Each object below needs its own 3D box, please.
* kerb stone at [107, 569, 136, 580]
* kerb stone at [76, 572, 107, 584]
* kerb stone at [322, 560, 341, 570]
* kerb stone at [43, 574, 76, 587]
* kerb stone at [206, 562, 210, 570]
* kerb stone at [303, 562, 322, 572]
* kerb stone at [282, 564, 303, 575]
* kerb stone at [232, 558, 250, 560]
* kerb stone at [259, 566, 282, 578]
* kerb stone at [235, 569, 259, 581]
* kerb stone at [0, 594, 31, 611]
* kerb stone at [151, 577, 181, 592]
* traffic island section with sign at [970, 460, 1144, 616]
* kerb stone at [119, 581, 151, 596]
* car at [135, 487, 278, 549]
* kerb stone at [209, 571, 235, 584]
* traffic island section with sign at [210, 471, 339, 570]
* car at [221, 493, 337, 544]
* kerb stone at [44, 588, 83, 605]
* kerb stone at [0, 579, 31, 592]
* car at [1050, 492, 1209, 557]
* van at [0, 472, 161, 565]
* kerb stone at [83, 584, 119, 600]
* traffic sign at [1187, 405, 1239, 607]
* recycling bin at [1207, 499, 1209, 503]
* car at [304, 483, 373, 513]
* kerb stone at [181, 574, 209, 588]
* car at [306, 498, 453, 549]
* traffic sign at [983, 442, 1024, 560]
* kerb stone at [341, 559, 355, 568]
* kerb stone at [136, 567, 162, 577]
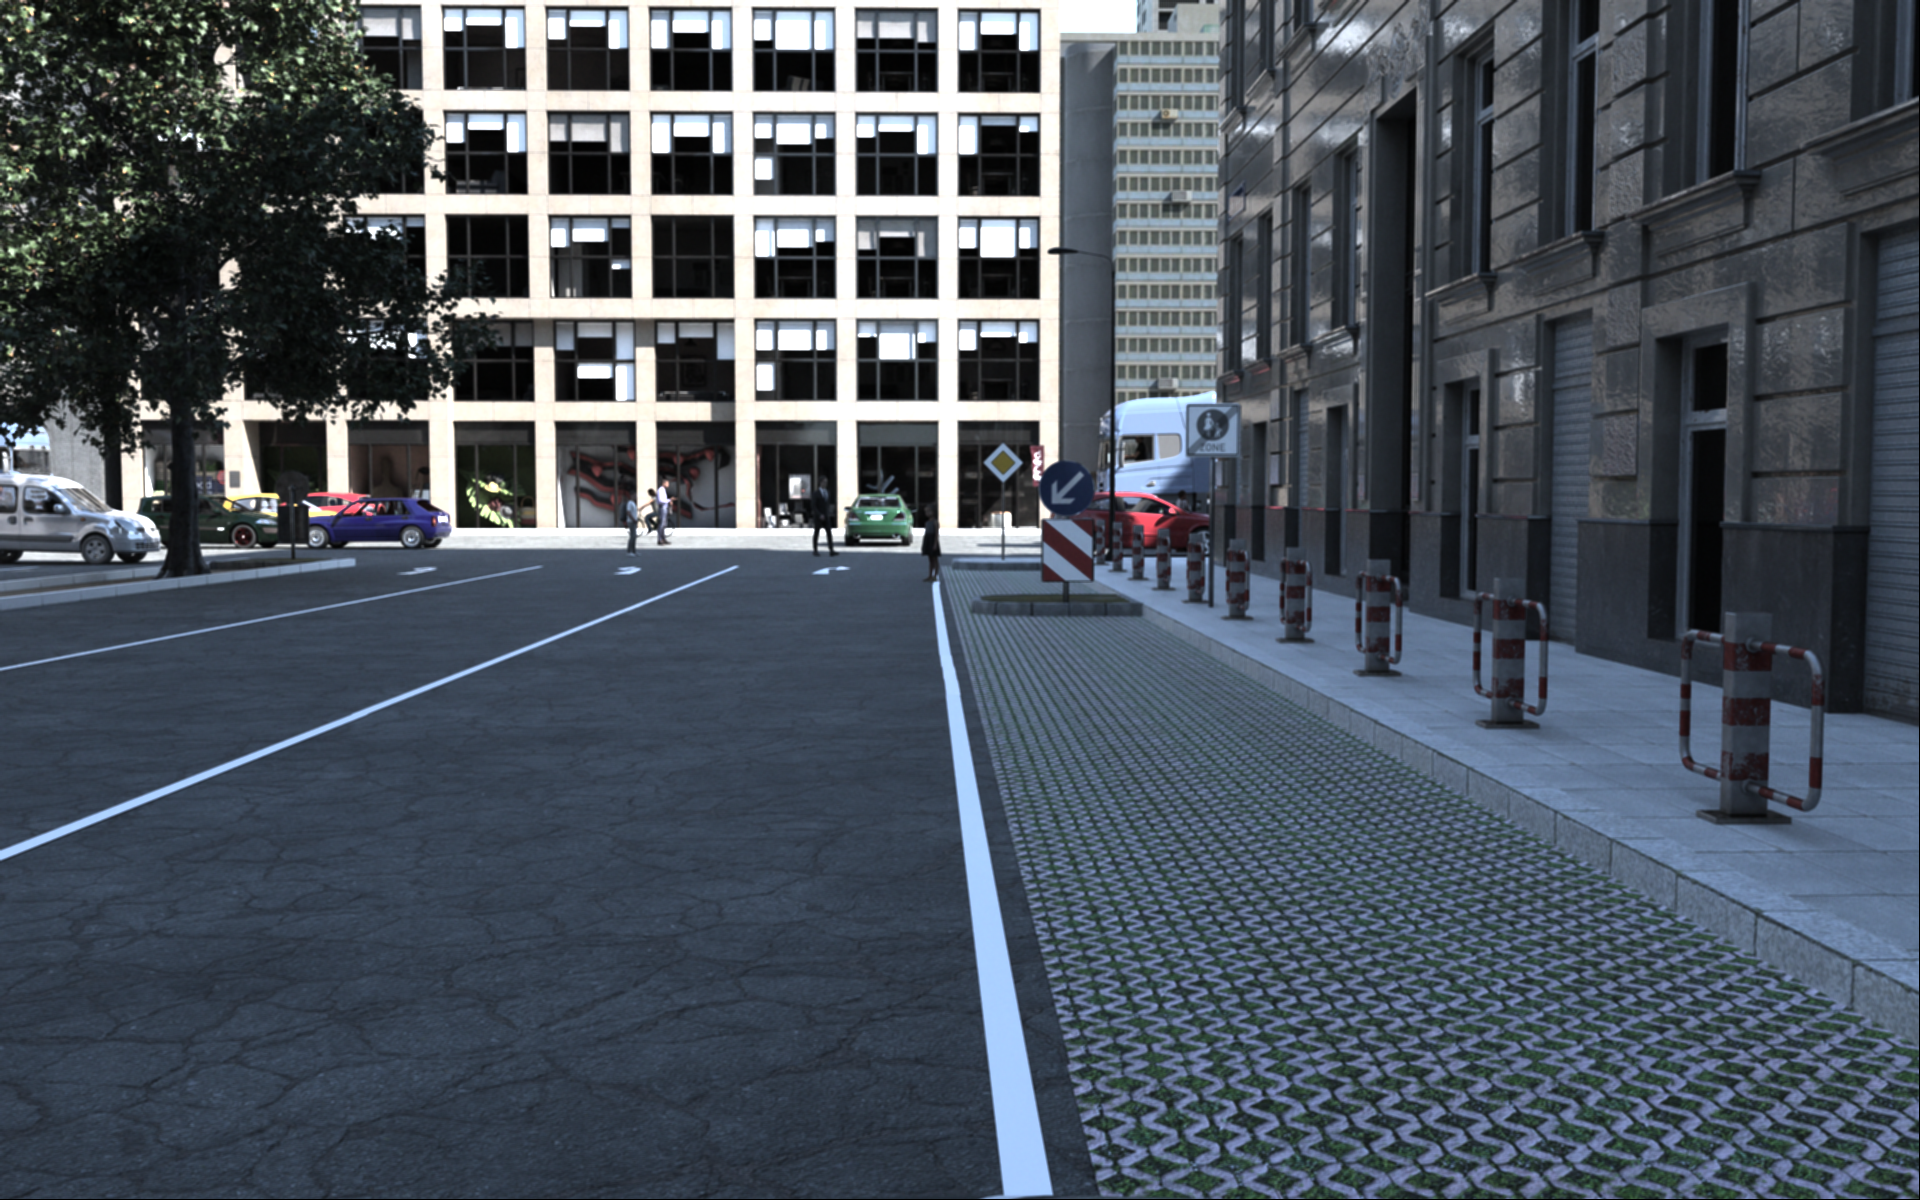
[{"bbox_3d":[-14.105,-0.410,28.933,0.120,0.150,1.000,0,4,-1],"label":"kerb stone"},{"bbox_3d":[-14.084,-0.349,27.906,0.120,0.150,1.000,0,4,-1],"label":"kerb stone"},{"bbox_3d":[-12.093,-0.662,33.047,0.120,0.150,1.000,0,4,-1],"label":"kerb stone"},{"bbox_3d":[-14.064,-0.286,26.877,0.120,0.150,1.000,0,4,-1],"label":"kerb stone"},{"bbox_3d":[-14.177,-0.594,32.022,0.120,0.150,1.000,0,4,-1],"label":"kerb stone"},{"bbox_3d":[-12.070,-0.601,32.021,0.120,0.150,1.000,0,4,-1],"label":"kerb stone"},{"bbox_3d":[-12.050,-0.538,30.996,0.120,0.150,1.000,0,4,-1],"label":"kerb stone"},{"bbox_3d":[-14.224,-0.727,34.075,0.120,0.150,1.000,0,4,-1],"label":"kerb stone"},{"bbox_3d":[-12.024,-0.475,29.962,0.120,0.150,1.000,0,4,-1],"label":"kerb stone"},{"bbox_3d":[-12.005,-0.412,28.937,0.120,0.150,1.000,0,4,-1],"label":"kerb stone"},{"bbox_3d":[-11.842,0.028,21.741,0.120,0.150,1.000,0,4,-1],"label":"kerb stone"},{"bbox_3d":[-11.941,-0.223,25.848,0.120,0.150,1.000,0,4,-1],"label":"kerb stone"},{"bbox_3d":[1.134,-0.764,21.113,1.989,1.847,2.006,0,4,-1],"label":"traffic island section with sign"},{"bbox_3d":[-11.913,-0.161,24.823,0.120,0.150,1.000,0,4,-1],"label":"kerb stone"},{"bbox_3d":[-19.893,-2.212,45.945,4.222,1.686,2.009,0,4,0],"label":"car"},{"bbox_3d":[-11.980,-0.349,27.909,0.120,0.150,1.000,0,4,-1],"label":"kerb stone"},{"bbox_3d":[-13.151,-1.555,33.564,2.006,1.907,1.989,0,4,-1],"label":"traffic island section with sign"},{"bbox_3d":[-19.558,-2.443,50.161,3.980,1.641,2.015,0,4,-2],"label":"car"},{"bbox_3d":[-11.865,-0.032,22.767,0.120,0.150,1.000,0,4,-1],"label":"kerb stone"},{"bbox_3d":[-14.043,-0.221,25.844,0.120,0.150,1.000,0,4,-1],"label":"kerb stone"},{"bbox_3d":[4.227,-1.894,39.999,4.494,1.783,2.155,0,4,0],"label":"car"},{"bbox_3d":[-18.770,-1.761,35.808,4.112,2.044,2.013,0,4,1],"label":"van"},{"bbox_3d":[-11.890,-0.097,23.797,0.120,0.150,1.000,0,4,-1],"label":"kerb stone"},{"bbox_3d":[2.845,-1.067,19.572,0.606,2.300,0.079,0,4,4],"label":"traffic sign"},{"bbox_3d":[11.836,-4.378,84.137,0.722,1.027,0.722,0,4,2],"label":"recycling bin"},{"bbox_3d":[-20.322,-2.777,54.452,4.494,1.783,2.155,0,4,-1],"label":"car"},{"bbox_3d":[-11.959,-0.286,26.880,0.120,0.150,1.000,0,4,-1],"label":"kerb stone"},{"bbox_3d":[-15.542,-2.031,45.791,3.894,1.354,1.945,0,3,0],"label":"car"},{"bbox_3d":[0.834,-1.829,33.549,0.795,2.450,0.064,0,4,-1],"label":"traffic sign"},{"bbox_3d":[-12.119,-0.722,34.073,0.120,0.150,1.000,0,4,-1],"label":"kerb stone"},{"bbox_3d":[-14.126,-0.475,29.969,0.120,0.150,1.000,0,4,-1],"label":"kerb stone"}]
